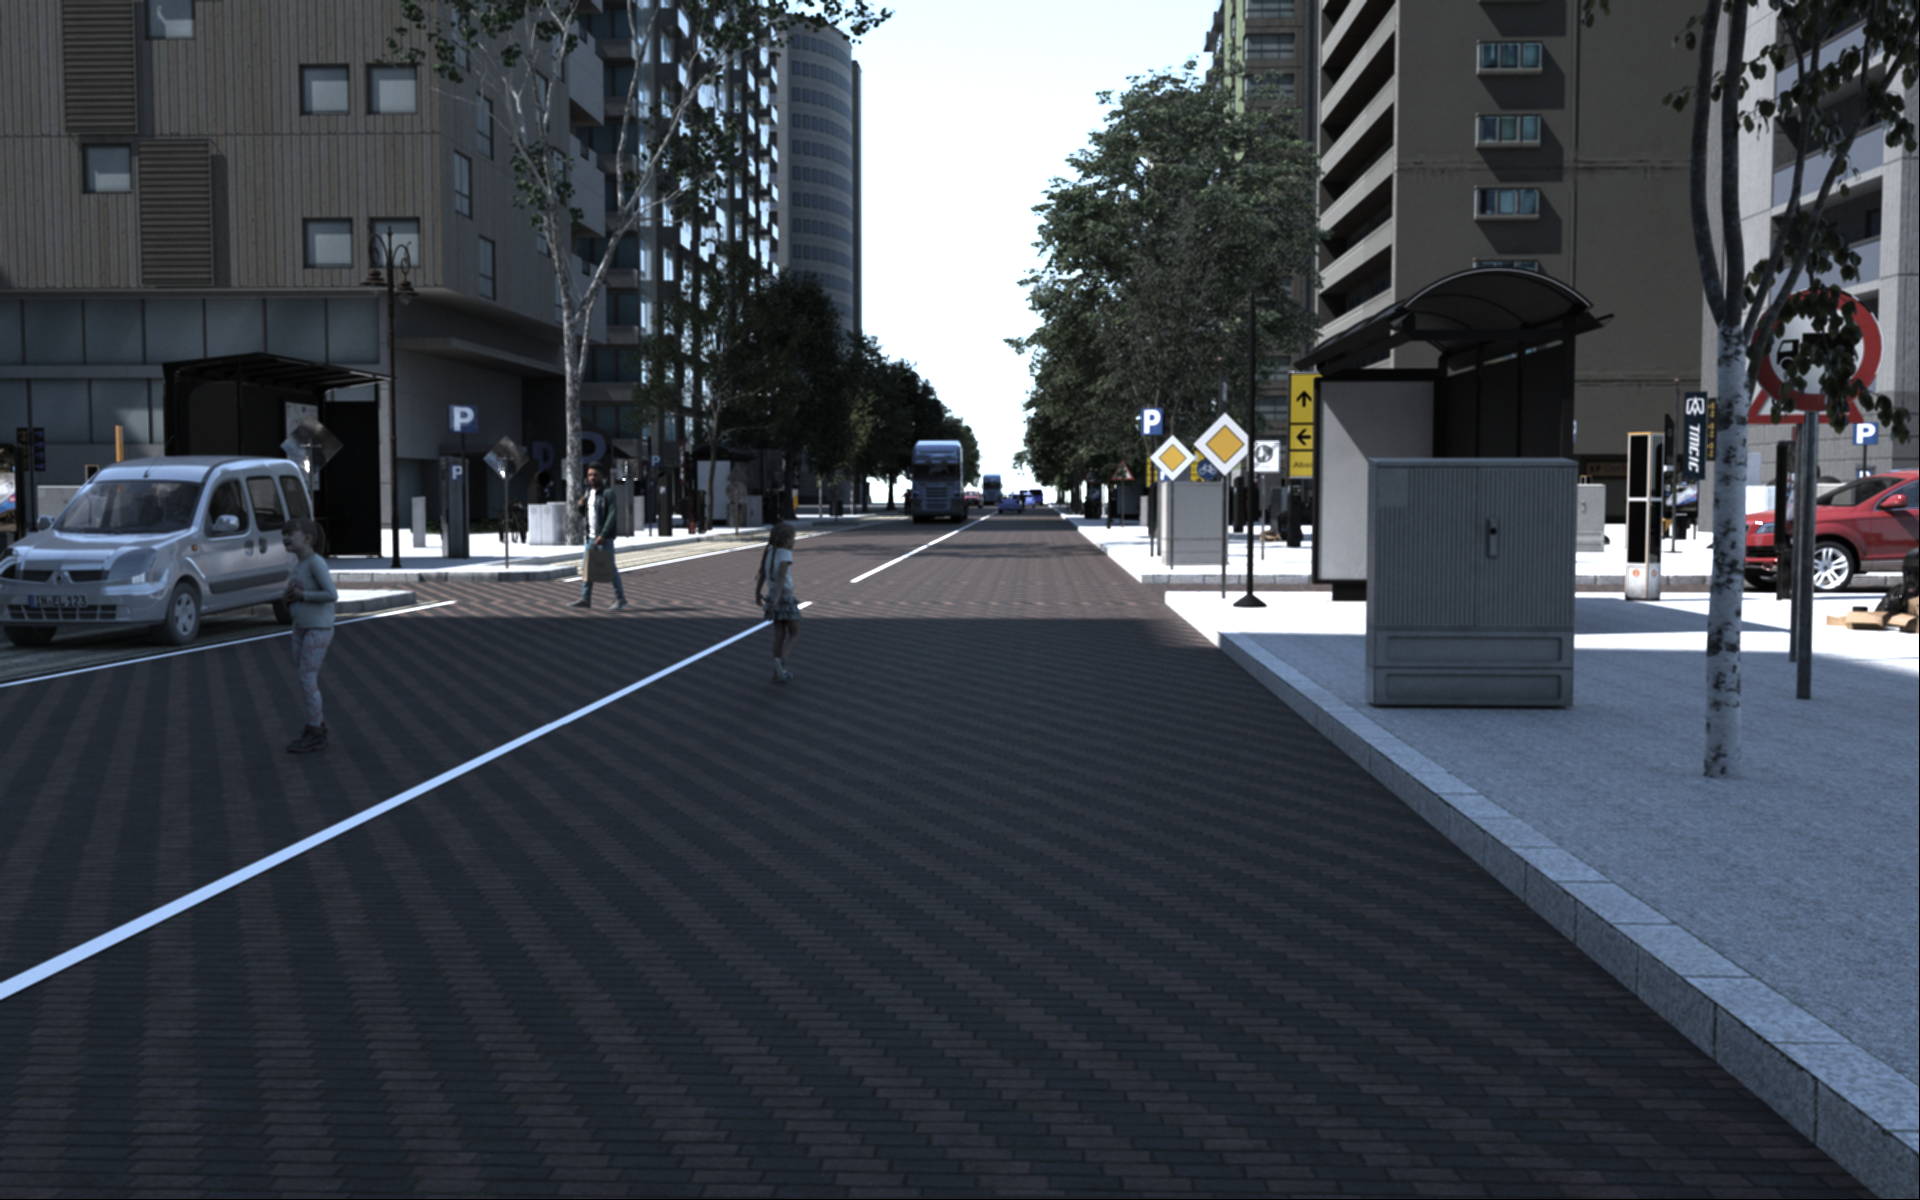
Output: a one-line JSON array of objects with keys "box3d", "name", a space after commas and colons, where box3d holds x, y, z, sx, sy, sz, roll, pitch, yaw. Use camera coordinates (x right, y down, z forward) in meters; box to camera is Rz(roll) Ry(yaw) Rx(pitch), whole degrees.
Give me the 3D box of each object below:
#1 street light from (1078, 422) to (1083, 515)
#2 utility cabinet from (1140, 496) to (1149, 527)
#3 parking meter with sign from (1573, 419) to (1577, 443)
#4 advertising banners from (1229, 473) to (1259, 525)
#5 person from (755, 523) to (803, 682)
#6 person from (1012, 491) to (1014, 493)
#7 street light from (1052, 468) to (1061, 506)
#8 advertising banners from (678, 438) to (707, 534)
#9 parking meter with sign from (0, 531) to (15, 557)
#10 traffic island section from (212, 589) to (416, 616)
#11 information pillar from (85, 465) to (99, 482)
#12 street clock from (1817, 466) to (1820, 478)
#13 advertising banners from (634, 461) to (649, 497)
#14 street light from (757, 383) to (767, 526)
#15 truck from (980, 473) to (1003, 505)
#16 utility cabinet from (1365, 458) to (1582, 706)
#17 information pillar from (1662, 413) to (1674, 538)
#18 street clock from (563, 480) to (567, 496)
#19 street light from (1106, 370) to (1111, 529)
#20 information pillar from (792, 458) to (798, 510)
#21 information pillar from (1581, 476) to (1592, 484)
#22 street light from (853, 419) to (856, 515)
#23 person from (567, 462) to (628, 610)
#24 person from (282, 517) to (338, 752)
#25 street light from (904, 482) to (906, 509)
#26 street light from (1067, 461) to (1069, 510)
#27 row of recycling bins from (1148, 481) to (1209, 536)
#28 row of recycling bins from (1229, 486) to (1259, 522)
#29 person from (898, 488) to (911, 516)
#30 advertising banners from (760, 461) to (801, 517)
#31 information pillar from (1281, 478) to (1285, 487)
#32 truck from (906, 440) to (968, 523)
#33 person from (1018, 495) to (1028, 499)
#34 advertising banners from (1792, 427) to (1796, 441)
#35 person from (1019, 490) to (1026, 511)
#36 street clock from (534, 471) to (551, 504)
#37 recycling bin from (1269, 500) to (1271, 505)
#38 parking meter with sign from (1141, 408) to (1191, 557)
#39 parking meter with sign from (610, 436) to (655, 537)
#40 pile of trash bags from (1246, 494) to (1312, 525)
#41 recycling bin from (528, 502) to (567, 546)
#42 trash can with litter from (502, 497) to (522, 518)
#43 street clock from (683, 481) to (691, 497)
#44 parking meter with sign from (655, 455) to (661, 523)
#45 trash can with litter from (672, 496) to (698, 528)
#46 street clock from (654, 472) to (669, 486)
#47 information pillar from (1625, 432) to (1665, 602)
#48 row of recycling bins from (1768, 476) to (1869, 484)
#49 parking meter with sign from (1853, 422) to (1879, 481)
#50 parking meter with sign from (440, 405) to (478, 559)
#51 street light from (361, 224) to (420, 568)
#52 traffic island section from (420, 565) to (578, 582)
[{"box3d": [7.290, -8.011, 103.765, 0.468, 5.910, 1.993, 0, 4, 2], "name": "street light"}, {"box3d": [7.247, -3.470, 67.898, 0.306, 1.237, 1.020, 1, 4, 11], "name": "utility cabinet"}, {"box3d": [13.526, -2.722, 40.763, 1.738, 3.016, 0.543, 2, 4, 31], "name": "parking meter with sign"}, {"box3d": [11.550, -4.581, 71.086, 0.090, 3.025, 2.074, -3, 4, -38], "name": "advertising banners"}, {"box3d": [-1.443, 0.011, 13.336, 0.505, 1.210, 0.382, 3, 5, 44], "name": "person"}, {"box3d": [4.501, -8.400, 146.775, 0.436, 1.711, 0.756, -1, 4, -20], "name": "person"}, {"box3d": [12.383, -15.285, 222.697, 0.468, 5.910, 1.993, 0, 4, 2], "name": "street light"}, {"box3d": [-8.581, -3.625, 55.459, 0.090, 3.025, 2.074, 1, 4, 16], "name": "advertising banners"}, {"box3d": [-11.623, -1.417, 19.421, 1.738, 3.016, 0.543, -1, 4, -15], "name": "parking meter with sign"}, {"box3d": [-8.130, 0.034, 21.728, 2.009, 0.180, 2.903, 0, 4, 2], "name": "traffic island section"}, {"box3d": [-21.910, -2.403, 43.776, 0.304, 2.012, 0.304, -2, 4, -30], "name": "information pillar"}, {"box3d": [21.425, -2.384, 43.556, 0.358, 2.002, 0.471, 1, 4, 13], "name": "street clock"}, {"box3d": [-17.406, -5.893, 92.533, 2.074, 3.025, 0.090, 2, 4, 28], "name": "advertising banners"}, {"box3d": [-8.048, -5.958, 70.195, 0.468, 5.910, 1.993, 0, 4, 2], "name": "street light"}, {"box3d": [4.515, -14.664, 229.508, 2.967, 4.110, 18.799, 0, 4, 3], "name": "truck"}, {"box3d": [3.068, -0.107, 10.424, 1.173, 1.500, 0.318, 0, 4, 3], "name": "utility cabinet"}, {"box3d": [20.565, -3.599, 50.197, 0.504, 3.616, 0.183, -2, 4, -33], "name": "information pillar"}, {"box3d": [-14.943, -3.778, 66.339, 0.471, 2.002, 0.358, 2, 4, 32], "name": "street clock"}, {"box3d": [5.476, -5.553, 63.581, 0.468, 5.910, 1.993, 0, 4, 2], "name": "street light"}, {"box3d": [-9.620, -6.652, 100.110, 0.504, 3.616, 0.183, -1, 4, -20], "name": "information pillar"}, {"box3d": [25.095, -3.974, 69.466, 0.304, 2.012, 0.304, -1, 4, -19], "name": "information pillar"}, {"box3d": [-6.470, -8.174, 106.427, 0.468, 5.910, 1.993, 0, 4, 2], "name": "street light"}, {"box3d": [-4.395, -0.774, 21.147, 0.713, 1.824, 0.794, -2, 4, -32], "name": "person"}, {"box3d": [-3.676, 0.186, 9.742, 0.425, 1.301, 0.394, 2, 4, 24], "name": "person"}, {"box3d": [-4.679, -10.685, 147.488, 0.468, 5.910, 1.993, 0, 4, 2], "name": "street light"}, {"box3d": [8.679, -10.185, 139.308, 0.468, 5.910, 1.993, 0, 4, 2], "name": "street light"}, {"box3d": [7.010, -2.897, 54.471, 1.069, 1.692, 3.534, 3, 4, 38], "name": "row of recycling bins"}, {"box3d": [12.773, -4.520, 81.022, 1.069, 1.692, 3.534, 3, 5, 43], "name": "row of recycling bins"}, {"box3d": [-3.413, -6.427, 113.521, 1.348, 1.831, 0.705, 0, 4, -3], "name": "person"}, {"box3d": [-9.497, -5.902, 92.691, 2.074, 3.025, 0.090, -1, 4, -13], "name": "advertising banners"}, {"box3d": [14.982, -4.611, 79.885, 0.304, 2.012, 0.304, 3, 4, 36], "name": "information pillar"}, {"box3d": [-0.950, -6.301, 92.779, 2.967, 4.110, 18.799, 0, 4, 1], "name": "truck"}, {"box3d": [6.199, -10.083, 174.077, 1.217, 1.735, 0.721, 0, 4, 8], "name": "person"}, {"box3d": [21.311, -3.012, 45.431, 0.090, 3.025, 2.074, -2, 4, -32], "name": "advertising banners"}, {"box3d": [5.295, -8.373, 145.956, 0.434, 1.755, 0.990, 3, 5, 40], "name": "person"}, {"box3d": [-13.090, -3.044, 54.340, 0.471, 2.002, 0.358, -3, 5, -44], "name": "street clock"}, {"box3d": [14.019, -3.872, 75.865, 0.722, 1.027, 0.722, -2, 4, -27], "name": "recycling bin"}, {"box3d": [4.455, -2.420, 35.829, 0.543, 3.016, 1.738, 3, 5, 41], "name": "parking meter with sign"}, {"box3d": [-10.183, -3.422, 52.205, 1.738, 3.016, 0.543, -1, 4, -10], "name": "parking meter with sign"}, {"box3d": [13.275, -3.866, 72.954, 3.447, 1.369, 1.912, 0, 4, -1], "name": "pile of trash bags"}, {"box3d": [-10.321, -1.881, 43.316, 0.722, 1.027, 0.722, 1, 4, 11], "name": "recycling bin"}, {"box3d": [-16.414, -3.135, 62.647, 0.624, 1.170, 1.055, 3, 4, 38], "name": "trash can with litter"}, {"box3d": [-14.733, -5.455, 93.765, 0.358, 2.002, 0.471, 2, 4, 30], "name": "street clock"}, {"box3d": [-13.949, -4.970, 77.527, 0.543, 3.016, 1.738, -2, 4, -32], "name": "parking meter with sign"}, {"box3d": [-10.376, -3.343, 65.721, 1.678, 1.210, 2.233, -1, 4, -17], "name": "trash can with litter"}, {"box3d": [-9.583, -3.130, 55.739, 0.471, 2.002, 0.358, -3, 5, -40], "name": "street clock"}, {"box3d": [8.214, -0.996, 20.784, 0.304, 2.012, 0.304, -3, 4, -36], "name": "information pillar"}, {"box3d": [20.431, -2.004, 39.883, 3.534, 1.692, 1.069, 1, 4, 9], "name": "row of recycling bins"}, {"box3d": [22.411, -2.848, 42.819, 0.543, 3.016, 1.738, 2, 4, 31], "name": "parking meter with sign"}, {"box3d": [-10.116, -2.355, 34.759, 0.543, 3.016, 1.738, -2, 4, -27], "name": "parking meter with sign"}, {"box3d": [-9.825, -3.500, 30.009, 0.468, 5.910, 1.993, 0, 4, 2], "name": "street light"}, {"box3d": [-7.788, -0.454, 29.706, 2.009, 0.180, 2.903, 0, 4, 2], "name": "traffic island section"}]
